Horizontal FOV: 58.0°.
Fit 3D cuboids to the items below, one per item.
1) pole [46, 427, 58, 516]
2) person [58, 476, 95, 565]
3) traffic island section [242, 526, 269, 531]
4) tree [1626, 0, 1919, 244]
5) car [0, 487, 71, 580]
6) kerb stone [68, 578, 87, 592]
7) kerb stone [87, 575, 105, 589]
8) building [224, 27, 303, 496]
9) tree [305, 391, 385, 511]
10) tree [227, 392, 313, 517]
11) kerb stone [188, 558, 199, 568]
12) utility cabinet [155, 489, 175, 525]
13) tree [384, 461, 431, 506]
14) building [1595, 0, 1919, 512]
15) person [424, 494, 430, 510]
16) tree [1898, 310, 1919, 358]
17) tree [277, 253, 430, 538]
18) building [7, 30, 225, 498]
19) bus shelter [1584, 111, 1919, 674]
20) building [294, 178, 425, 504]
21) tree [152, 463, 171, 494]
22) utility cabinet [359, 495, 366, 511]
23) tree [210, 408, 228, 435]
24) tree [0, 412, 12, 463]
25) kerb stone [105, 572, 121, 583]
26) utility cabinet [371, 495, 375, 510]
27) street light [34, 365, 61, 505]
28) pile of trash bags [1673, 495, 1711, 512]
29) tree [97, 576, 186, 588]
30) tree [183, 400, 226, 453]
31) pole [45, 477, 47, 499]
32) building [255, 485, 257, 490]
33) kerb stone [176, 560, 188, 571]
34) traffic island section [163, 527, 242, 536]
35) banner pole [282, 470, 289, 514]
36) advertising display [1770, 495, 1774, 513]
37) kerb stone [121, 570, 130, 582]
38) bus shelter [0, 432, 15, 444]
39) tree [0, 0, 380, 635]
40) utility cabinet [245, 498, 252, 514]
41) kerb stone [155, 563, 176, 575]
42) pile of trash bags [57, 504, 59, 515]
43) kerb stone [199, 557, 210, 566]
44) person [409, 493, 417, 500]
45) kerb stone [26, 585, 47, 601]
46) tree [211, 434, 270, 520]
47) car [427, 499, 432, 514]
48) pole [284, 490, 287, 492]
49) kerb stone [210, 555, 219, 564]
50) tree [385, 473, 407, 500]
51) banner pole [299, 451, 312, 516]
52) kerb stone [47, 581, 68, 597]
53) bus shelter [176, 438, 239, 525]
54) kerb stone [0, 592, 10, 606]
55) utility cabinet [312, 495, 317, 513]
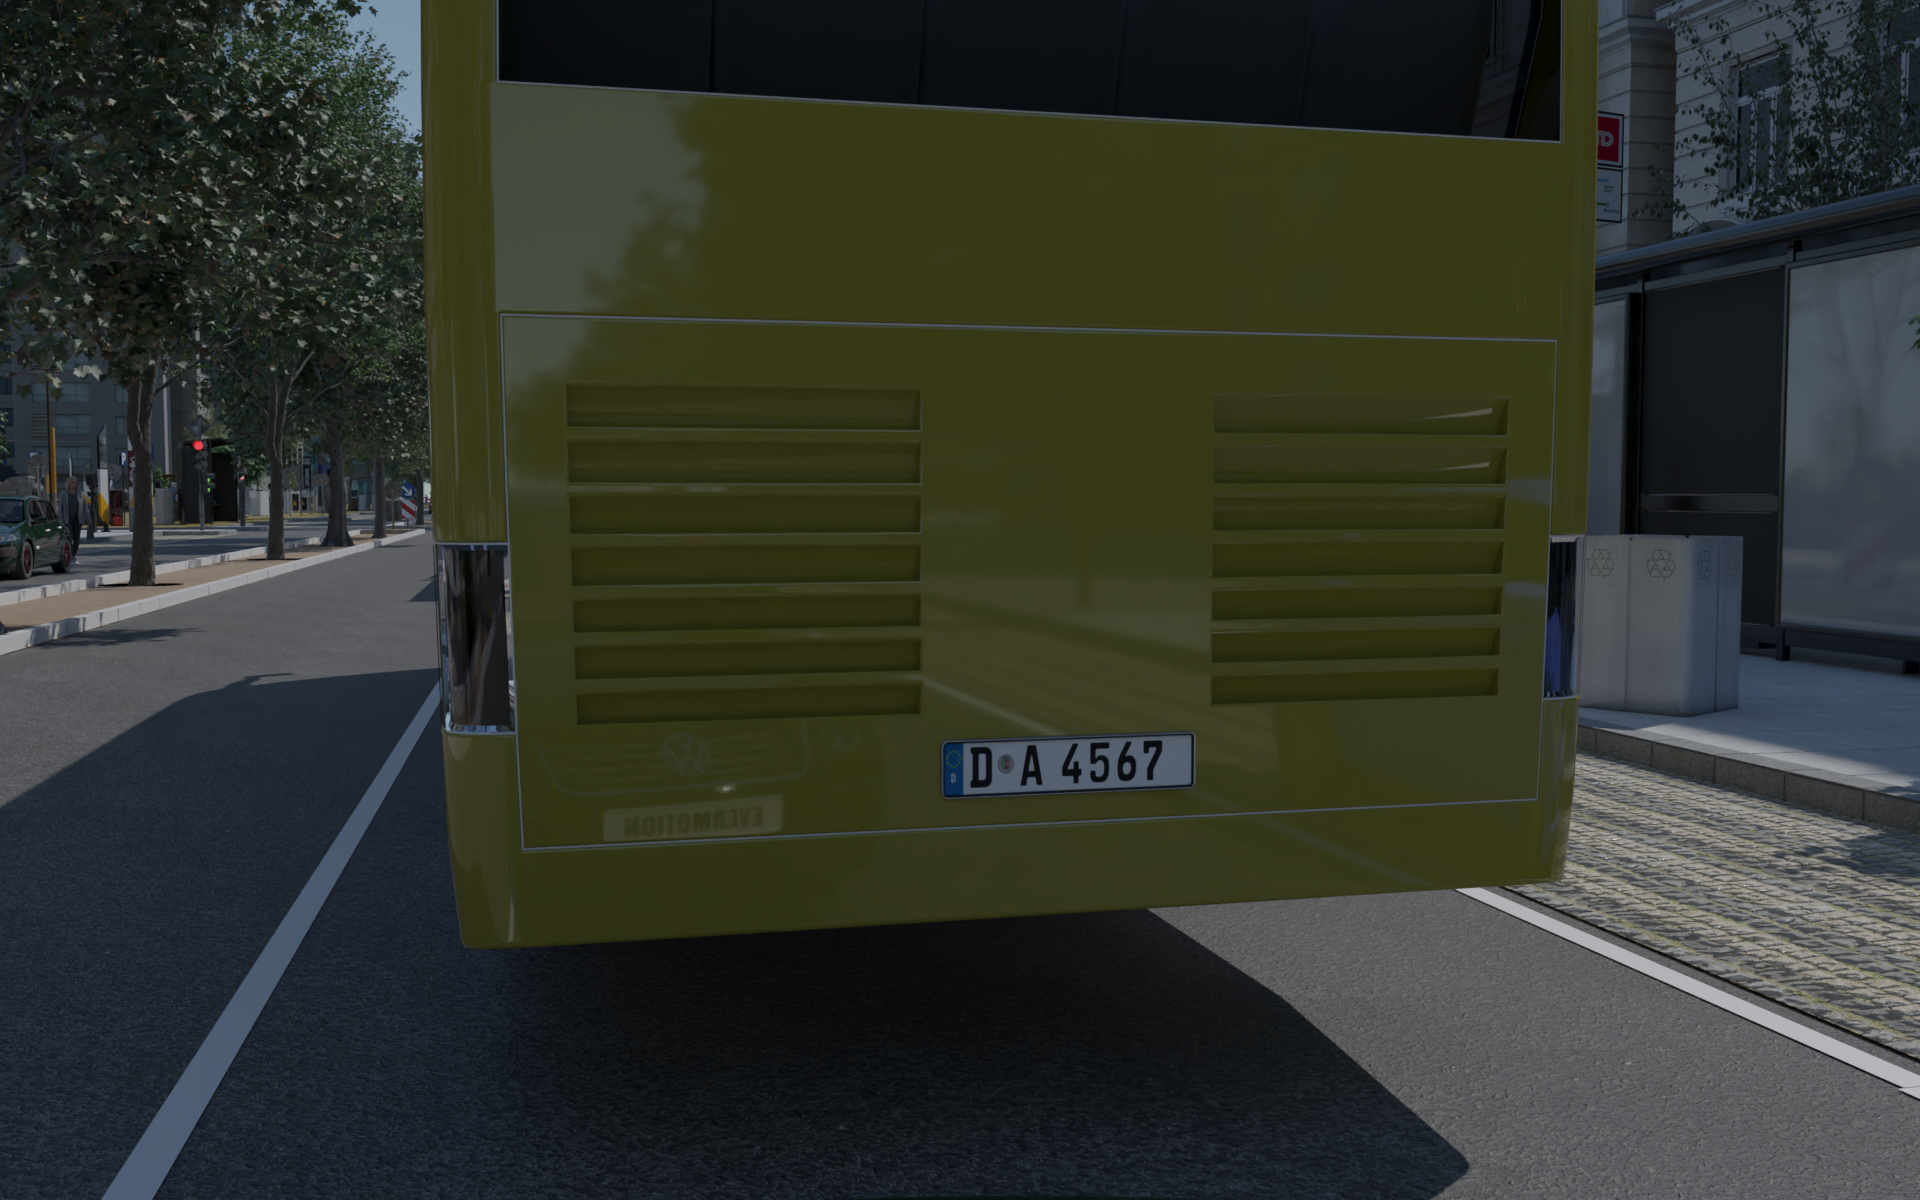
[{"bbox_3d":[-27.779,-3.620,53.037,0.158,3.312,0.155,0,3,0],"label":"pole"},{"bbox_3d":[-17.886,-1.614,35.077,0.709,1.800,0.728,-3,4,-37],"label":"person"},{"bbox_3d":[-28.476,-2.841,68.725,2.009,0.180,2.903,-1,4,-13],"label":"traffic island section"},{"bbox_3d":[10.075,-4.238,19.649,4.360,8.622,3.978,0,3,0],"label":"tree"},{"bbox_3d":[-16.738,-1.235,29.979,2.009,1.686,4.222,-1,4,-14],"label":"car"},{"bbox_3d":[-13.044,-0.197,25.416,0.120,0.150,1.000,-1,4,-13],"label":"kerb stone"},{"bbox_3d":[-13.278,-0.251,26.412,0.120,0.150,1.000,-1,4,-13],"label":"kerb stone"},{"bbox_3d":[-88.097,-53.200,182.485,31.000,86.520,22.319,-1,4,-13],"label":"building"},{"bbox_3d":[-44.634,-11.794,127.248,7.601,10.594,8.767,0,4,-5],"label":"tree"},{"bbox_3d":[-37.853,-8.978,97.147,4.737,8.622,4.395,0,3,0],"label":"tree"},{"bbox_3d":[-14.887,-0.681,33.405,0.120,0.150,1.000,-1,4,-13],"label":"kerb stone"},{"bbox_3d":[-32.766,-3.836,71.405,0.318,1.500,1.173,0,4,-4],"label":"utility cabinet"},{"bbox_3d":[-58.303,-17.122,186.605,9.857,13.997,8.962,0,3,0],"label":"tree"},{"bbox_3d":[17.530,-15.901,45.892,13.634,28.700,20.117,-1,4,-13],"label":"building"},{"bbox_3d":[-49.038,-9.018,159.165,0.991,1.433,0.599,-1,4,-10],"label":"person"},{"bbox_3d":[5.059,-0.817,7.957,1.663,3.219,1.824,0,3,0],"label":"tree"},{"bbox_3d":[-18.939,-8.281,55.980,7.486,12.596,7.792,0,3,0],"label":"tree"},{"bbox_3d":[-69.148,-28.114,143.262,14.154,41.232,14.086,-1,4,-13],"label":"building"},{"bbox_3d":[6.543,-2.323,15.620,2.179,5.291,8.768,-1,4,-13],"label":"bus shelter"},{"bbox_3d":[-90.241,-38.122,242.902,30.456,49.044,23.786,-1,4,-13],"label":"building"},{"bbox_3d":[-49.224,-6.834,106.330,1.663,3.219,1.824,0,3,0],"label":"tree"},{"bbox_3d":[-45.790,-7.388,131.963,1.020,1.237,0.306,0,4,6],"label":"utility cabinet"},{"bbox_3d":[-57.393,-11.403,136.795,4.360,8.622,3.978,0,3,0],"label":"tree"},{"bbox_3d":[-25.497,-3.617,42.849,4.285,4.588,4.351,0,3,0],"label":"tree"},{"bbox_3d":[-13.515,-0.319,27.414,0.120,0.150,1.000,-1,4,-13],"label":"kerb stone"},{"bbox_3d":[-47.073,-7.877,139.956,1.020,1.237,0.306,2,4,26],"label":"utility cabinet"},{"bbox_3d":[-26.178,-4.709,49.773,0.468,5.910,1.993,-1,4,-13],"label":"street light"},{"bbox_3d":[10.479,-0.997,26.047,1.912,1.369,3.447,0,4,3],"label":"pile of trash bags"},{"bbox_3d":[-12.539,-6.006,26.414,9.928,11.665,9.643,0,3,0],"label":"tree"},{"bbox_3d":[-53.658,-10.665,124.730,4.737,8.622,4.395,0,3,0],"label":"tree"},{"bbox_3d":[-60.990,-7.457,115.767,0.158,3.312,0.155,0,3,0],"label":"pole"},{"bbox_3d":[-77.124,-44.092,159.159,20.563,71.187,20.611,-1,4,-13],"label":"building"},{"bbox_3d":[-14.663,-0.616,32.408,0.120,0.150,1.000,-1,4,-13],"label":"kerb stone"},{"bbox_3d":[-26.680,-2.365,60.944,2.009,0.180,2.903,-1,4,-13],"label":"traffic island section"},{"bbox_3d":[-43.907,-7.483,112.356,0.863,3.779,0.401,2,4,28],"label":"banner pole"},{"bbox_3d":[8.283,-0.720,16.994,0.974,1.923,0.123,-2,4,-32],"label":"advertising display"},{"bbox_3d":[-13.743,-0.380,28.413,0.120,0.150,1.000,-1,4,-13],"label":"kerb stone"},{"bbox_3d":[-28.334,-3.334,48.427,2.014,3.302,5.546,-1,4,-13],"label":"bus shelter"},{"bbox_3d":[-9.926,-5.958,16.873,9.611,12.733,9.660,0,3,0],"label":"tree"},{"bbox_3d":[-44.987,-6.017,109.534,1.020,1.237,0.306,0,4,-7],"label":"utility cabinet"},{"bbox_3d":[-14.438,-0.562,31.411,0.120,0.150,1.000,-1,4,-13],"label":"kerb stone"},{"bbox_3d":[-39.454,-3.930,74.006,3.447,1.369,1.912,-2,4,-25],"label":"pile of trash bags"},{"bbox_3d":[-15.122,-0.747,34.404,0.120,0.150,1.000,-1,4,-13],"label":"kerb stone"},{"bbox_3d":[-40.628,-7.330,128.524,0.592,1.802,0.473,3,4,36],"label":"person"},{"bbox_3d":[-12.593,-0.072,23.423,0.120,0.150,1.000,-1,4,-13],"label":"kerb stone"},{"bbox_3d":[-35.783,-6.247,85.848,4.285,4.588,4.351,0,3,0],"label":"tree"},{"bbox_3d":[-37.775,-7.182,126.468,2.155,1.783,4.494,-1,4,-13],"label":"car"},{"bbox_3d":[-53.464,-8.771,137.244,0.158,3.312,0.155,0,3,0],"label":"pole"},{"bbox_3d":[-15.359,-0.798,35.400,0.120,0.150,1.000,-1,4,-13],"label":"kerb stone"},{"bbox_3d":[-55.198,-13.590,172.558,4.737,8.622,4.395,0,3,0],"label":"tree"},{"bbox_3d":[-38.131,-6.774,100.767,0.863,3.779,0.401,-3,5,-42],"label":"banner pole"},{"bbox_3d":[-12.816,-0.132,24.420,0.120,0.150,1.000,-1,4,-13],"label":"kerb stone"},{"bbox_3d":[-32.308,-5.113,74.878,1.731,3.624,6.357,-1,4,-13],"label":"bus shelter"},{"bbox_3d":[-12.345,-0.014,22.431,0.120,0.150,1.000,-1,4,-13],"label":"kerb stone"},{"bbox_3d":[-43.986,-6.561,118.430,0.306,1.237,1.020,0,4,-2],"label":"utility cabinet"}]
